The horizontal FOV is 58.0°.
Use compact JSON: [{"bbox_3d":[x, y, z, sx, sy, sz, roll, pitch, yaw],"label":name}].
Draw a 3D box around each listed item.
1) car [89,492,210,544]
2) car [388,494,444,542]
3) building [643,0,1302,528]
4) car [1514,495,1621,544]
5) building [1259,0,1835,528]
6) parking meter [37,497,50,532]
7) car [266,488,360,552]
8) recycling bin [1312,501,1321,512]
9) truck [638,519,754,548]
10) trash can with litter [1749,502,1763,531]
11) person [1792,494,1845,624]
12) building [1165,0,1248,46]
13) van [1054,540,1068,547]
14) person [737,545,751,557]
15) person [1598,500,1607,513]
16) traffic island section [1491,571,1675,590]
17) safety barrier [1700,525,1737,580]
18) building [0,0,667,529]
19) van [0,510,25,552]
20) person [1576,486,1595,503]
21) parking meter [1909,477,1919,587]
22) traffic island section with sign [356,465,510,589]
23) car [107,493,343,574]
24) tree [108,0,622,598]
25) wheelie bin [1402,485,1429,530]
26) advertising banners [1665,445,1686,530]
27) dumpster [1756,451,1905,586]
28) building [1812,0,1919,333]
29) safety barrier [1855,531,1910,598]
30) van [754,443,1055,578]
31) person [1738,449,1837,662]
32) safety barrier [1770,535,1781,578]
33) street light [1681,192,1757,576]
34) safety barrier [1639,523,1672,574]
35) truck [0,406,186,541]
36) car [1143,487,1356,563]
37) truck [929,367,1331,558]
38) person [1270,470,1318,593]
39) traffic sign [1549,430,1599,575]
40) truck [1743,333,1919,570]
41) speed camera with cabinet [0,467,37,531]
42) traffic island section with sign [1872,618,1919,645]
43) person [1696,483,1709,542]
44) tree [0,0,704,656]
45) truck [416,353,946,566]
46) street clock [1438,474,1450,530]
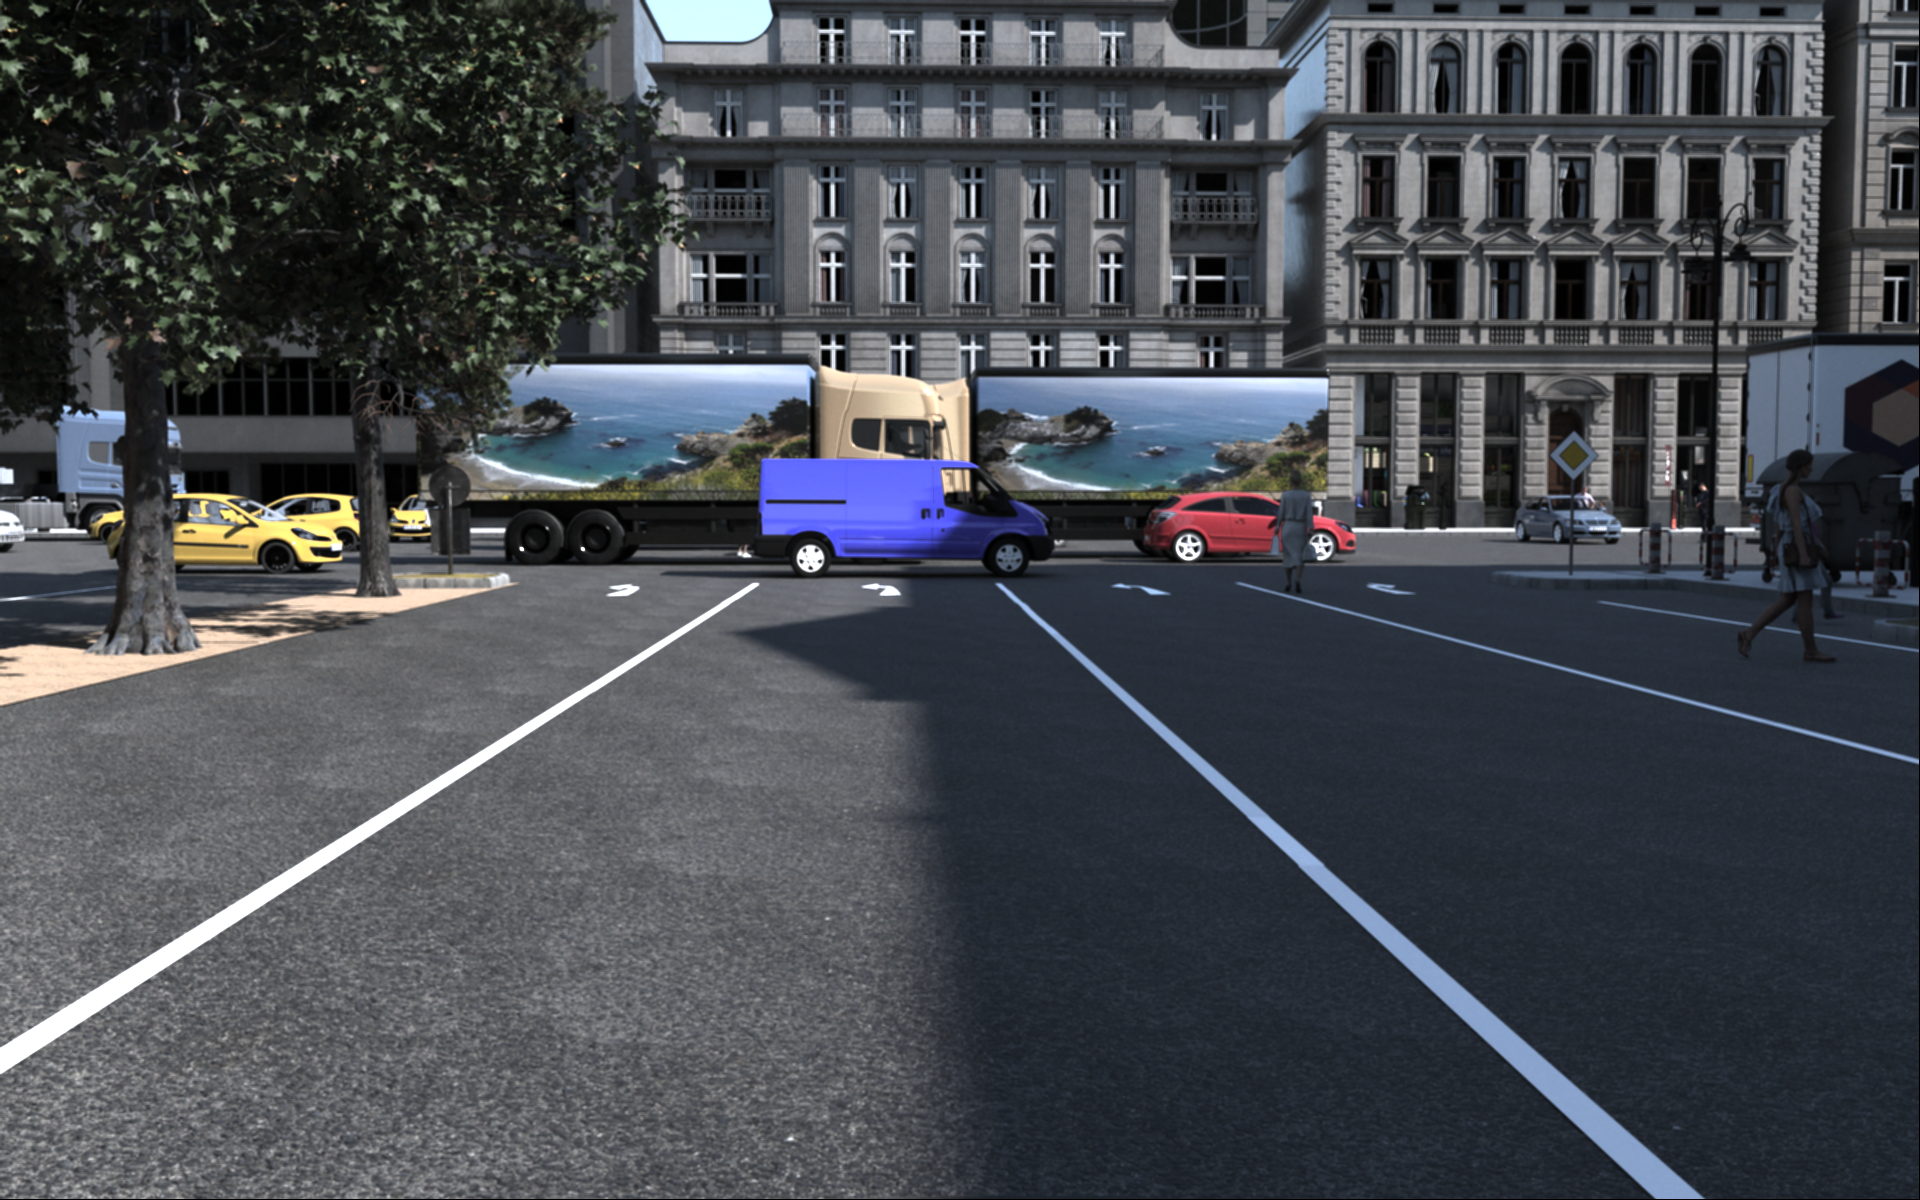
[{"bbox_3d":[-22.903,-2.424,49.851,3.980,1.641,2.015,0,4,-3],"label":"car"},{"bbox_3d":[-16.094,-2.586,52.508,2.015,1.641,3.980,0,4,-3],"label":"car"},{"bbox_3d":[0.276,-13.940,69.724,24.055,21.916,13.314,0,4,-2],"label":"building"},{"bbox_3d":[17.931,-2.403,51.296,2.014,1.417,4.499,0,4,-4],"label":"car"},{"bbox_3d":[22.684,-14.706,69.315,19.941,23.489,11.050,0,4,-2],"label":"building"},{"bbox_3d":[-30.838,-3.048,58.243,0.372,1.533,0.369,0,3,0],"label":"parking meter"},{"bbox_3d":[-16.684,-2.044,43.640,3.980,1.641,2.015,0,4,-3],"label":"car"},{"bbox_3d":[12.466,-3.017,61.881,0.722,1.027,0.722,2,4,26],"label":"recycling bin"},{"bbox_3d":[-7.329,-3.003,45.021,9.791,3.379,3.469,0,4,-1],"label":"truck"},{"bbox_3d":[28.215,-3.020,60.765,1.055,1.170,0.624,-3,4,-37],"label":"trash can with litter"},{"bbox_3d":[9.476,-0.447,19.039,0.776,1.435,0.726,2,4,31],"label":"person"},{"bbox_3d":[22.251,-42.666,135.839,20.563,71.187,20.611,0,4,-2],"label":"building"},{"bbox_3d":[1.234,-2.454,47.139,4.112,2.044,2.013,0,4,-4],"label":"van"},{"bbox_3d":[-4.887,-1.822,39.287,0.512,1.701,0.522,2,4,27],"label":"person"},{"bbox_3d":[20.796,-2.635,56.248,0.373,1.253,0.362,3,5,39],"label":"person"},{"bbox_3d":[9.678,-0.313,27.400,2.009,0.180,2.903,0,4,-2],"label":"traffic island section"},{"bbox_3d":[11.281,-0.703,25.775,0.300,0.817,1.120,0,4,-2],"label":"safety barrier"},{"bbox_3d":[-27.133,-15.297,69.168,30.058,24.678,14.314,0,4,-2],"label":"building"},{"bbox_3d":[-25.191,-2.164,42.396,4.112,2.044,2.013,0,4,0],"label":"van"},{"bbox_3d":[20.462,-2.906,56.944,0.756,1.711,0.436,2,4,24],"label":"person"},{"bbox_3d":[13.333,-0.947,23.890,0.372,1.533,0.369,0,3,0],"label":"parking meter"},{"bbox_3d":[-8.114,-1.154,27.012,2.006,1.907,1.989,0,4,-2],"label":"traffic island section with sign"},{"bbox_3d":[-13.403,-1.315,31.732,3.980,1.641,2.015,0,4,-1],"label":"car"},{"bbox_3d":[-8.222,-6.071,23.773,6.751,12.117,7.091,0,3,0],"label":"tree"},{"bbox_3d":[16.434,-3.328,62.324,0.980,1.594,0.693,-1,4,-12],"label":"wheelie bin"},{"bbox_3d":[25.697,-4.042,62.282,0.090,3.025,2.074,3,5,41],"label":"advertising banners"},{"bbox_3d":[12.221,-1.136,24.338,1.264,1.857,1.865,0,4,-2],"label":"dumpster"},{"bbox_3d":[45.175,-16.711,70.490,25.104,27.353,12.463,0,4,-2],"label":"building"},{"bbox_3d":[11.435,-0.441,21.485,0.300,0.817,1.120,0,4,-2],"label":"safety barrier"},{"bbox_3d":[-0.970,-1.588,30.348,5.245,2.365,2.240,0,4,-4],"label":"van"},{"bbox_3d":[7.090,-0.379,14.790,0.778,1.811,0.616,1,4,21],"label":"person"},{"bbox_3d":[11.356,-0.573,23.636,0.300,0.817,1.120,0,4,-2],"label":"safety barrier"},{"bbox_3d":[11.715,-3.309,26.895,0.468,5.910,1.993,0,4,-2],"label":"street light"},{"bbox_3d":[11.209,-0.835,27.933,0.300,0.817,1.120,0,4,-2],"label":"safety barrier"},{"bbox_3d":[-33.041,-3.887,53.316,18.799,4.110,2.967,0,4,-1],"label":"truck"},{"bbox_3d":[6.143,-1.692,36.698,4.494,1.783,2.155,0,4,-2],"label":"car"},{"bbox_3d":[2.548,-3.090,39.441,11.283,4.237,2.839,0,4,-3],"label":"truck"},{"bbox_3d":[4.839,-1.001,25.212,0.694,1.780,0.624,2,4,25],"label":"person"},{"bbox_3d":[9.655,-1.448,27.322,0.795,2.450,0.064,0,4,-2],"label":"traffic sign"},{"bbox_3d":[20.365,-2.607,31.538,11.283,4.237,2.839,0,4,-2],"label":"truck"},{"bbox_3d":[-32.680,-4.012,59.937,2.038,3.252,0.660,1,4,17],"label":"speed camera with cabinet"},{"bbox_3d":[10.061,-0.497,16.752,1.989,1.847,2.006,0,4,-2],"label":"traffic island section with sign"},{"bbox_3d":[21.885,-2.572,51.009,0.568,1.767,0.683,-1,4,-23],"label":"person"},{"bbox_3d":[-7.385,-5.874,15.512,9.611,12.733,9.660,0,3,0],"label":"tree"},{"bbox_3d":[-5.253,-2.866,35.767,11.283,4.237,2.839,0,4,-1],"label":"truck"},{"bbox_3d":[17.348,-3.523,62.178,0.358,2.002,0.471,-1,4,-13],"label":"street clock"}]
